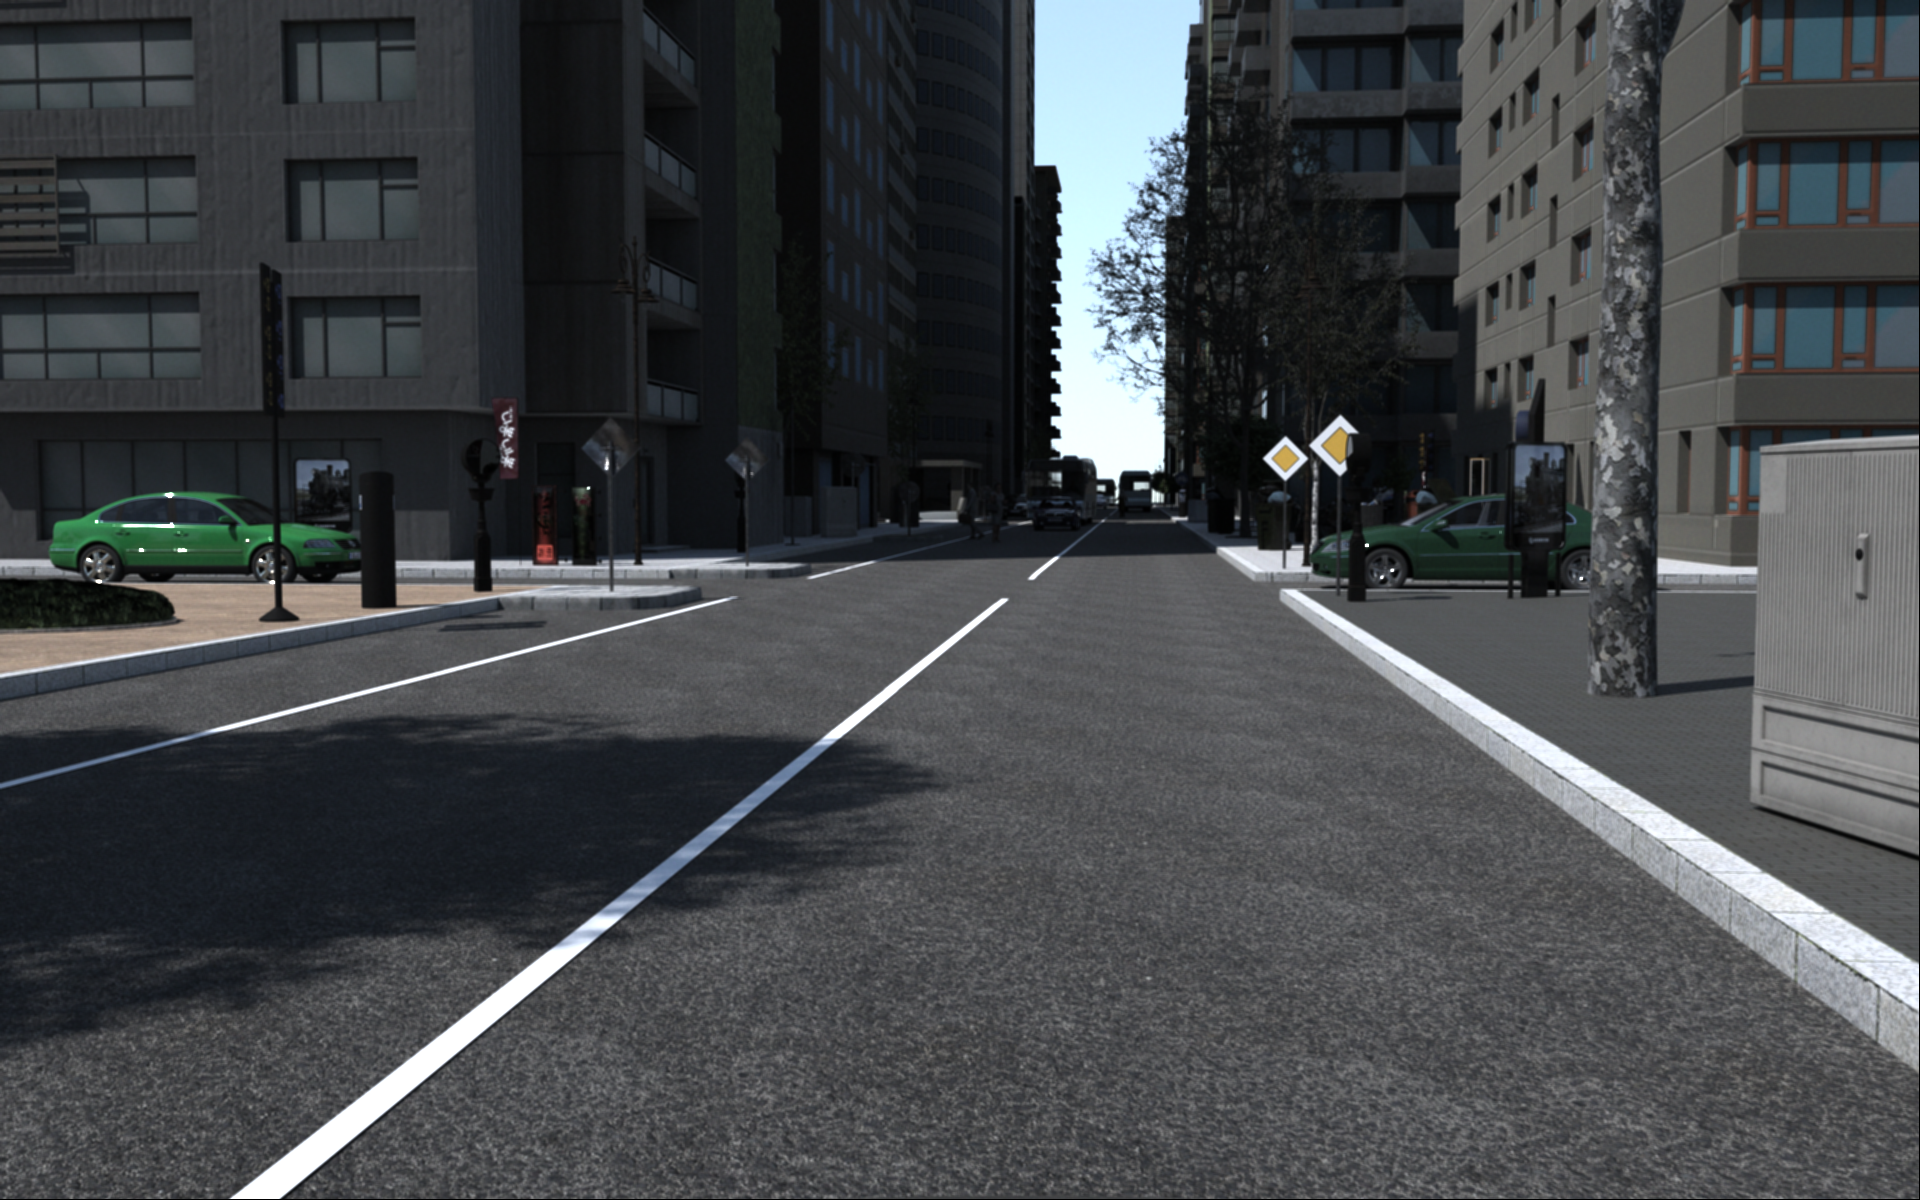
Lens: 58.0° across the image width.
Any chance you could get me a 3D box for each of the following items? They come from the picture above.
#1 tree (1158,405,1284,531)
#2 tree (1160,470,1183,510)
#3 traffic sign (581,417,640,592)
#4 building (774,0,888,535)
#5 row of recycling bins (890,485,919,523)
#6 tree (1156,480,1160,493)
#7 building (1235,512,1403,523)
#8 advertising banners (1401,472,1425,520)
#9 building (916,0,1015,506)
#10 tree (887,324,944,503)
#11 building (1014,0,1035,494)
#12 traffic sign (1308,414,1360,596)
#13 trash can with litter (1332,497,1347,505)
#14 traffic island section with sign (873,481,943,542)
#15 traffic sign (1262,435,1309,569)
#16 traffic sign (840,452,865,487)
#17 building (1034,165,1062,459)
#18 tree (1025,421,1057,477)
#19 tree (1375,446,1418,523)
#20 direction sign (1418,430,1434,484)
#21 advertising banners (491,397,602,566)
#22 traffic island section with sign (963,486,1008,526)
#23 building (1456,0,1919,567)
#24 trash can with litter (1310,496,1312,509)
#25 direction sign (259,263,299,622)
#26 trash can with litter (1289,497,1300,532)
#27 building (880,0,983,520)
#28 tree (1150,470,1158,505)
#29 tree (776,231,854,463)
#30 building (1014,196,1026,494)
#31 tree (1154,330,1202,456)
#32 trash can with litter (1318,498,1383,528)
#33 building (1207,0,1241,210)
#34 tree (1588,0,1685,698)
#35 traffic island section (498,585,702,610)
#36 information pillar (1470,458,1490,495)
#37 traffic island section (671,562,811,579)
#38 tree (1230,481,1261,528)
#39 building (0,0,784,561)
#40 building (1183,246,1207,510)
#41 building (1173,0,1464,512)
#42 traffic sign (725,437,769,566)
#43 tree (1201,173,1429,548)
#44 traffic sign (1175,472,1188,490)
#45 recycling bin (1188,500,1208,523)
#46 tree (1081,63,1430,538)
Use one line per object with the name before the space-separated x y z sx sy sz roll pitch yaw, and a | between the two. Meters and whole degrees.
tree | 10.113 -4.711 60.743 4.285 4.588 4.351 0 3 0
tree | 17.084 -8.779 138.138 1.663 3.219 1.824 0 3 0
traffic sign | -4.582 -1.168 22.735 0.795 2.450 0.064 0 4 6
building | -10.409 -25.070 60.009 14.600 45.320 14.200 0 4 6
row of recycling bins | -2.533 -4.329 77.888 1.069 1.692 3.534 1 4 8
tree | 23.674 -12.706 202.348 1.663 3.219 1.824 0 3 0
building | 25.138 -28.603 87.274 23.786 49.044 30.456 0 4 6
advertising banners | 16.501 -4.074 62.805 0.090 3.025 2.074 -1 4 -10
building | -7.684 -35.336 119.747 21.231 58.520 28.212 0 4 6
tree | -2.639 -7.577 74.240 4.737 8.622 4.395 0 3 0
building | 0.365 -46.638 200.780 20.563 71.187 20.611 0 4 6
traffic sign | 4.762 -1.108 21.766 0.795 2.450 0.064 0 4 6
trash can with litter | 16.055 -3.733 72.422 1.055 1.170 0.624 -3 4 -38
traffic island section with sign | -1.543 -2.708 52.902 1.989 1.847 2.006 0 4 6
traffic sign | 5.572 -1.594 29.710 0.795 2.450 0.064 0 4 6
traffic sign | -3.260 -3.212 52.626 0.768 2.556 0.104 0 4 6
building | 1.934 -34.962 226.247 22.147 44.769 28.867 0 4 6
tree | 7.719 -13.667 173.824 4.737 8.622 4.395 0 3 0
tree | 17.563 -4.597 69.757 1.663 3.219 1.824 0 3 0
direction sign | 16.454 -4.232 61.188 0.379 3.537 0.876 -1 4 -20
advertising banners | -7.435 -2.135 31.096 2.074 3.025 0.090 1 4 13
traffic island section with sign | 1.201 -4.348 79.718 1.989 1.847 2.006 0 4 6
building | 29.390 -12.060 42.217 28.899 21.520 27.650 0 4 6
trash can with litter | 14.151 -3.637 70.523 1.678 1.210 2.233 -3 5 -40
direction sign | -6.902 -1.557 17.451 0.379 3.537 0.876 -1 4 -10
trash can with litter | 10.826 -2.836 57.756 1.055 1.170 0.624 1 4 14
building | -15.303 -24.567 93.558 32.217 40.220 23.993 0 4 6
tree | 24.478 -13.918 211.279 4.285 4.588 4.351 0 3 0
tree | -5.148 -6.059 49.434 4.737 8.622 4.395 0 3 0
building | -1.263 -23.863 161.859 14.160 30.474 14.107 0 4 6
tree | 10.237 -7.395 71.264 4.360 8.622 3.978 0 3 0
trash can with litter | 8.049 -1.313 32.526 2.233 1.210 1.678 2 4 25
building | 22.923 -26.162 111.340 14.154 41.232 14.086 0 4 6
tree | 4.736 -9.371 9.109 12.611 20.169 13.585 0 3 0
traffic island section | -4.606 -0.032 22.799 2.009 0.180 2.903 0 4 6
information pillar | 10.734 -1.915 35.796 0.304 2.012 0.304 3 5 41
traffic island section | -3.796 -0.518 30.743 2.009 0.180 2.903 0 4 6
tree | 11.215 -4.356 65.828 1.663 3.219 1.824 0 3 0
building | -12.301 -21.683 38.110 14.154 41.232 14.086 0 4 6
building | 31.431 -17.590 132.641 27.650 21.520 28.899 0 4 6
building | 32.261 -33.166 161.876 23.786 49.044 30.456 0 4 6
traffic sign | -3.772 -1.654 30.679 0.795 2.450 0.064 0 4 6
tree | 8.618 -5.534 40.837 4.360 8.622 3.978 0 3 0
traffic sign | 12.980 -6.194 101.371 0.768 2.556 0.104 0 4 6
recycling bin | 10.744 -4.007 78.073 0.722 1.027 0.722 -1 4 -22
tree | 8.211 -8.561 50.345 12.009 13.543 11.850 0 3 0
